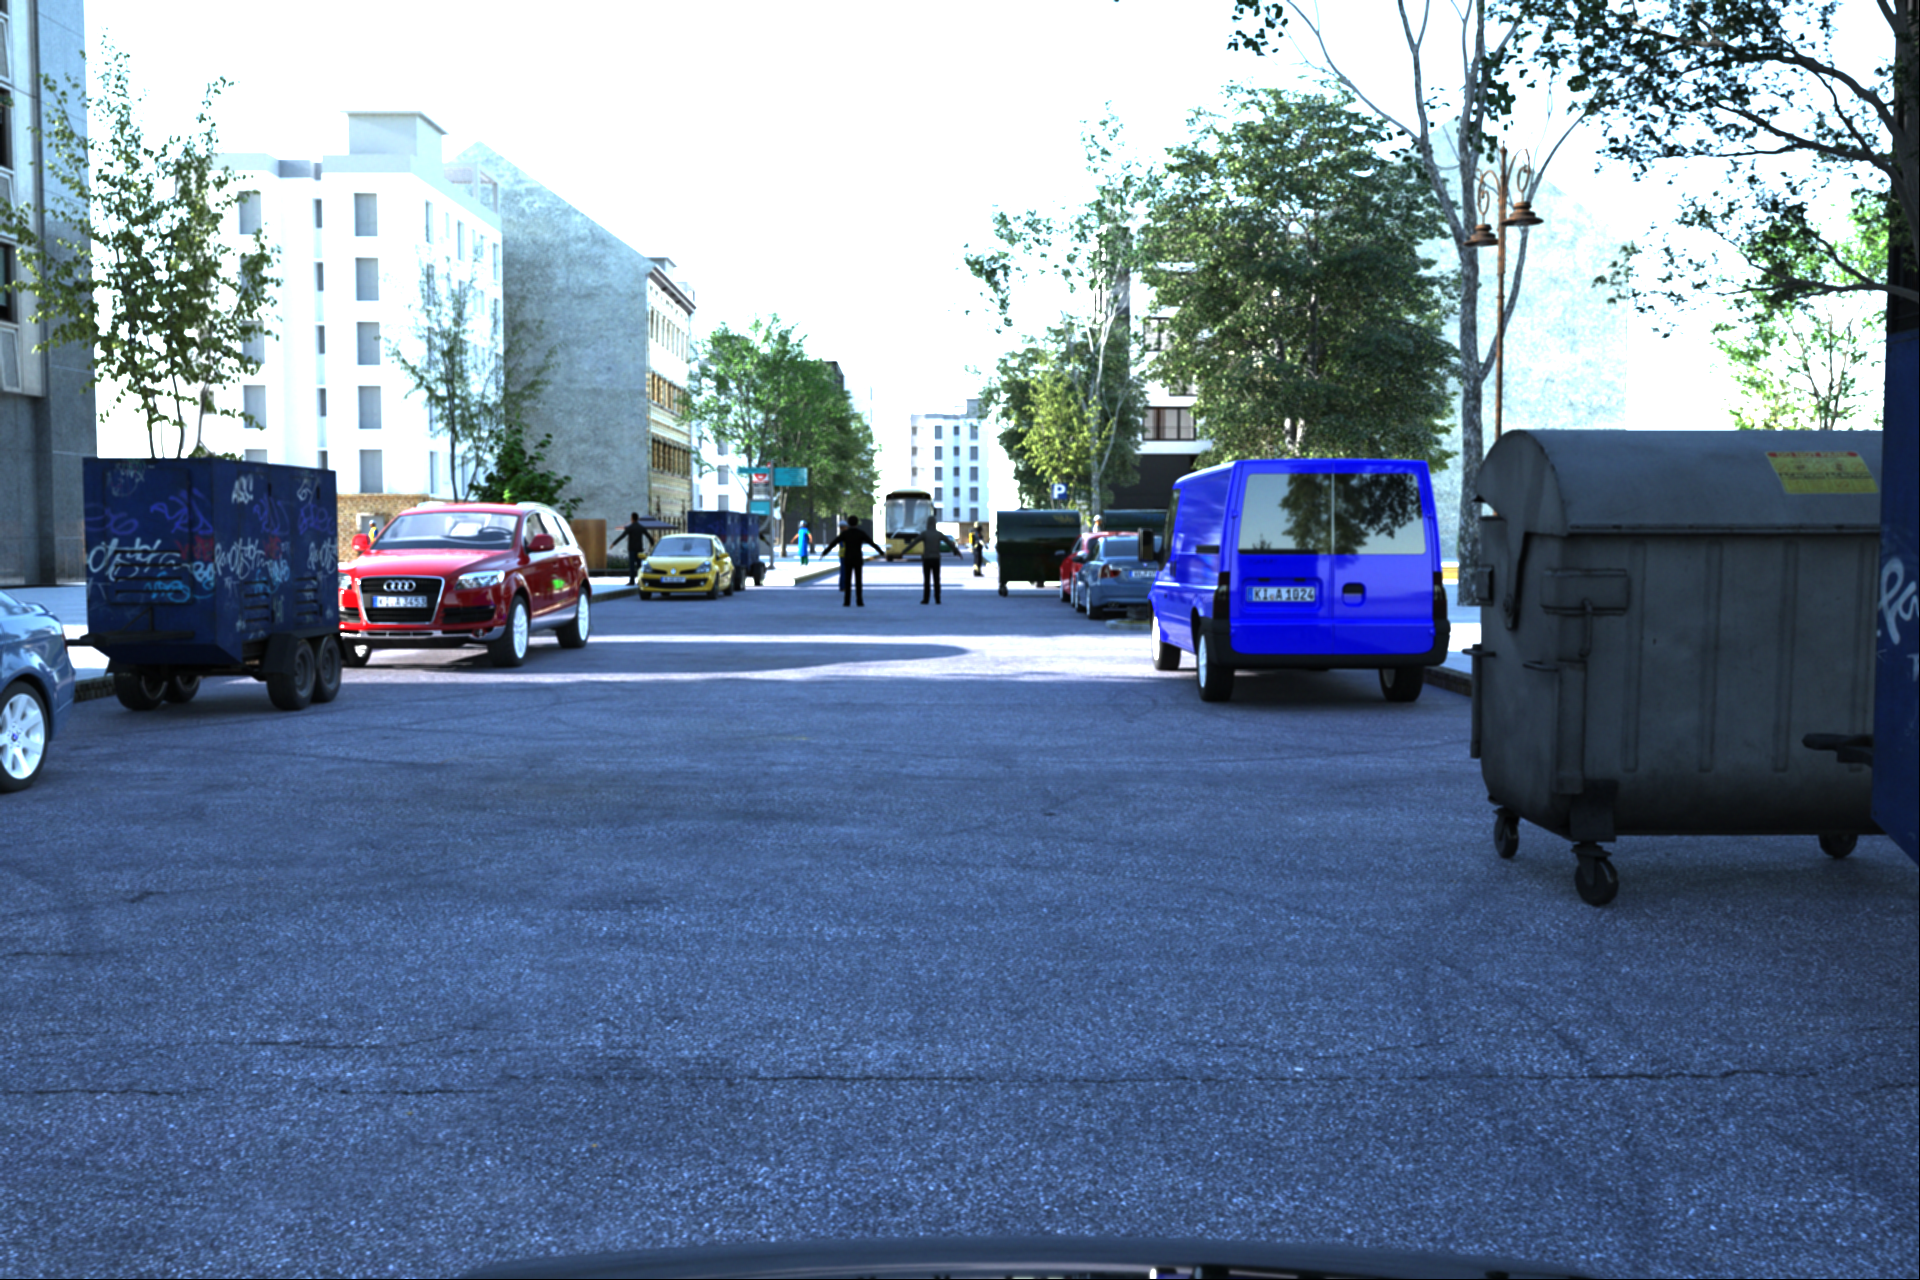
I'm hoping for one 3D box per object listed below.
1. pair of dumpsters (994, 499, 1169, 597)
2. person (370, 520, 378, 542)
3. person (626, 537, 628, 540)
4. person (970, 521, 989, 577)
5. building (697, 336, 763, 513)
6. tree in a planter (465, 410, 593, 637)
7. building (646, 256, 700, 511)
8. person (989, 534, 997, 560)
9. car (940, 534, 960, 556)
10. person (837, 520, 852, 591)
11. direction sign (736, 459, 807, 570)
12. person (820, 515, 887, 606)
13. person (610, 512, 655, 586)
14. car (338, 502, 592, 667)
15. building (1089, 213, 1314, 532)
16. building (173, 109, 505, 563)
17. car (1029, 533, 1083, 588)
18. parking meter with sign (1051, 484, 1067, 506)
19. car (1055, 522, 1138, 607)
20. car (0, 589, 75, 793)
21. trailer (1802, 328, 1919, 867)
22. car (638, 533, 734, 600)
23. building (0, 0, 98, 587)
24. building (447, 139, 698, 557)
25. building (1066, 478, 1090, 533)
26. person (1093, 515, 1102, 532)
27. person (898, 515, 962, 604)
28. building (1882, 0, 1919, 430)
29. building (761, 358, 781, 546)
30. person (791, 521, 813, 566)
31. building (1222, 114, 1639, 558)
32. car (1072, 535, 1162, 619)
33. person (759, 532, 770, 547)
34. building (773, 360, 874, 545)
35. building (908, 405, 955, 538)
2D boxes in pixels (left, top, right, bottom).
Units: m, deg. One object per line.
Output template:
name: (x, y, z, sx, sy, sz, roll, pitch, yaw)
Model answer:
pair of dumpsters: (3.008, -2.147, 40.051, 4.436, 2.255, 1.574, 0, 4, -1)
person: (-23.731, -3.917, 70.004, 0.705, 1.833, 1.349, -2, 4, -31)
person: (-16.643, -4.913, 87.130, 0.721, 1.733, 1.217, 0, 4, 0)
person: (0.636, -3.075, 58.511, 0.705, 1.856, 1.354, -1, 4, -19)
building: (-25.390, -18.951, 166.275, 16.016, 20.090, 11.380, 0, 4, 0)
tree in a planter: (-6.418, -1.700, 25.023, 1.991, 3.239, 1.994, 0, 4, 0)
building: (-24.827, -16.071, 119.177, 16.016, 20.090, 11.380, 0, 4, 0)
person: (2.009, -4.827, 85.110, 1.347, 1.806, 0.705, -2, 4, -35)
car: (-1.072, -6.371, 115.962, 2.131, 1.459, 4.920, 0, 3, 0)
person: (-2.833, -2.109, 43.399, 0.721, 1.772, 1.216, 0, 4, 4)
direction sign: (-6.737, -4.516, 62.603, 2.525, 3.948, 1.411, 0, 4, -1)
person: (-2.116, -1.575, 34.388, 1.347, 1.806, 0.705, 0, 4, -2)
person: (-8.126, -2.274, 43.244, 0.705, 1.821, 1.348, 3, 5, 44)
car: (-5.739, -0.712, 20.322, 2.281, 1.827, 5.304, 0, 3, 0)
building: (23.269, -17.293, 126.719, 27.936, 21.610, 32.646, 0, 4, 0)
building: (-28.991, -13.591, 78.626, 16.016, 20.090, 11.380, 0, 4, 0)
car: (2.854, -2.370, 47.553, 1.959, 1.807, 4.718, 0, 4, -1)
parking meter with sign: (3.420, -3.832, 58.921, 0.543, 3.016, 1.738, 0, 3, 0)
car: (3.040, -1.606, 35.301, 2.155, 1.783, 4.494, 0, 4, -1)
car: (-6.080, 0.222, 8.372, 2.014, 1.417, 4.499, 0, 3, 0)
trailer: (3.147, 0.168, 4.299, 1.471, 1.999, 3.904, 0, 4, -1)
car: (-6.140, -1.760, 38.999, 2.015, 1.641, 3.980, 0, 3, 0)
building: (-27.921, -13.220, 33.402, 12.078, 24.872, 19.932, 0, 4, 1)
building: (-26.926, -16.821, 105.952, 19.493, 23.208, 18.063, 0, 4, -1)
building: (23.343, -23.826, 220.480, 19.493, 23.208, 18.063, 0, 3, 0)
person: (4.227, -2.859, 52.606, 0.705, 1.847, 1.347, 0, 4, 7)
person: (-0.587, -1.648, 35.533, 1.348, 1.813, 0.705, -1, 4, -13)
building: (26.294, -12.281, 29.463, 12.332, 23.479, 15.834, 0, 4, 0)
building: (-25.202, -19.966, 182.867, 16.016, 20.090, 11.380, 0, 4, -1)
person: (-6.302, -3.882, 69.595, 0.704, 1.817, 1.347, -3, 5, -42)
building: (25.898, -16.468, 100.181, 19.493, 23.208, 18.063, 0, 4, 0)
car: (3.002, -1.122, 30.341, 2.014, 1.417, 4.499, 0, 4, 0)
person: (-6.329, -2.804, 51.614, 1.354, 1.858, 0.705, -1, 4, -14)
building: (-25.282, -22.977, 219.649, 27.936, 21.610, 32.646, 0, 4, -1)
building: (-6.969, -23.570, 244.247, 11.380, 20.090, 16.016, 0, 4, -2)
